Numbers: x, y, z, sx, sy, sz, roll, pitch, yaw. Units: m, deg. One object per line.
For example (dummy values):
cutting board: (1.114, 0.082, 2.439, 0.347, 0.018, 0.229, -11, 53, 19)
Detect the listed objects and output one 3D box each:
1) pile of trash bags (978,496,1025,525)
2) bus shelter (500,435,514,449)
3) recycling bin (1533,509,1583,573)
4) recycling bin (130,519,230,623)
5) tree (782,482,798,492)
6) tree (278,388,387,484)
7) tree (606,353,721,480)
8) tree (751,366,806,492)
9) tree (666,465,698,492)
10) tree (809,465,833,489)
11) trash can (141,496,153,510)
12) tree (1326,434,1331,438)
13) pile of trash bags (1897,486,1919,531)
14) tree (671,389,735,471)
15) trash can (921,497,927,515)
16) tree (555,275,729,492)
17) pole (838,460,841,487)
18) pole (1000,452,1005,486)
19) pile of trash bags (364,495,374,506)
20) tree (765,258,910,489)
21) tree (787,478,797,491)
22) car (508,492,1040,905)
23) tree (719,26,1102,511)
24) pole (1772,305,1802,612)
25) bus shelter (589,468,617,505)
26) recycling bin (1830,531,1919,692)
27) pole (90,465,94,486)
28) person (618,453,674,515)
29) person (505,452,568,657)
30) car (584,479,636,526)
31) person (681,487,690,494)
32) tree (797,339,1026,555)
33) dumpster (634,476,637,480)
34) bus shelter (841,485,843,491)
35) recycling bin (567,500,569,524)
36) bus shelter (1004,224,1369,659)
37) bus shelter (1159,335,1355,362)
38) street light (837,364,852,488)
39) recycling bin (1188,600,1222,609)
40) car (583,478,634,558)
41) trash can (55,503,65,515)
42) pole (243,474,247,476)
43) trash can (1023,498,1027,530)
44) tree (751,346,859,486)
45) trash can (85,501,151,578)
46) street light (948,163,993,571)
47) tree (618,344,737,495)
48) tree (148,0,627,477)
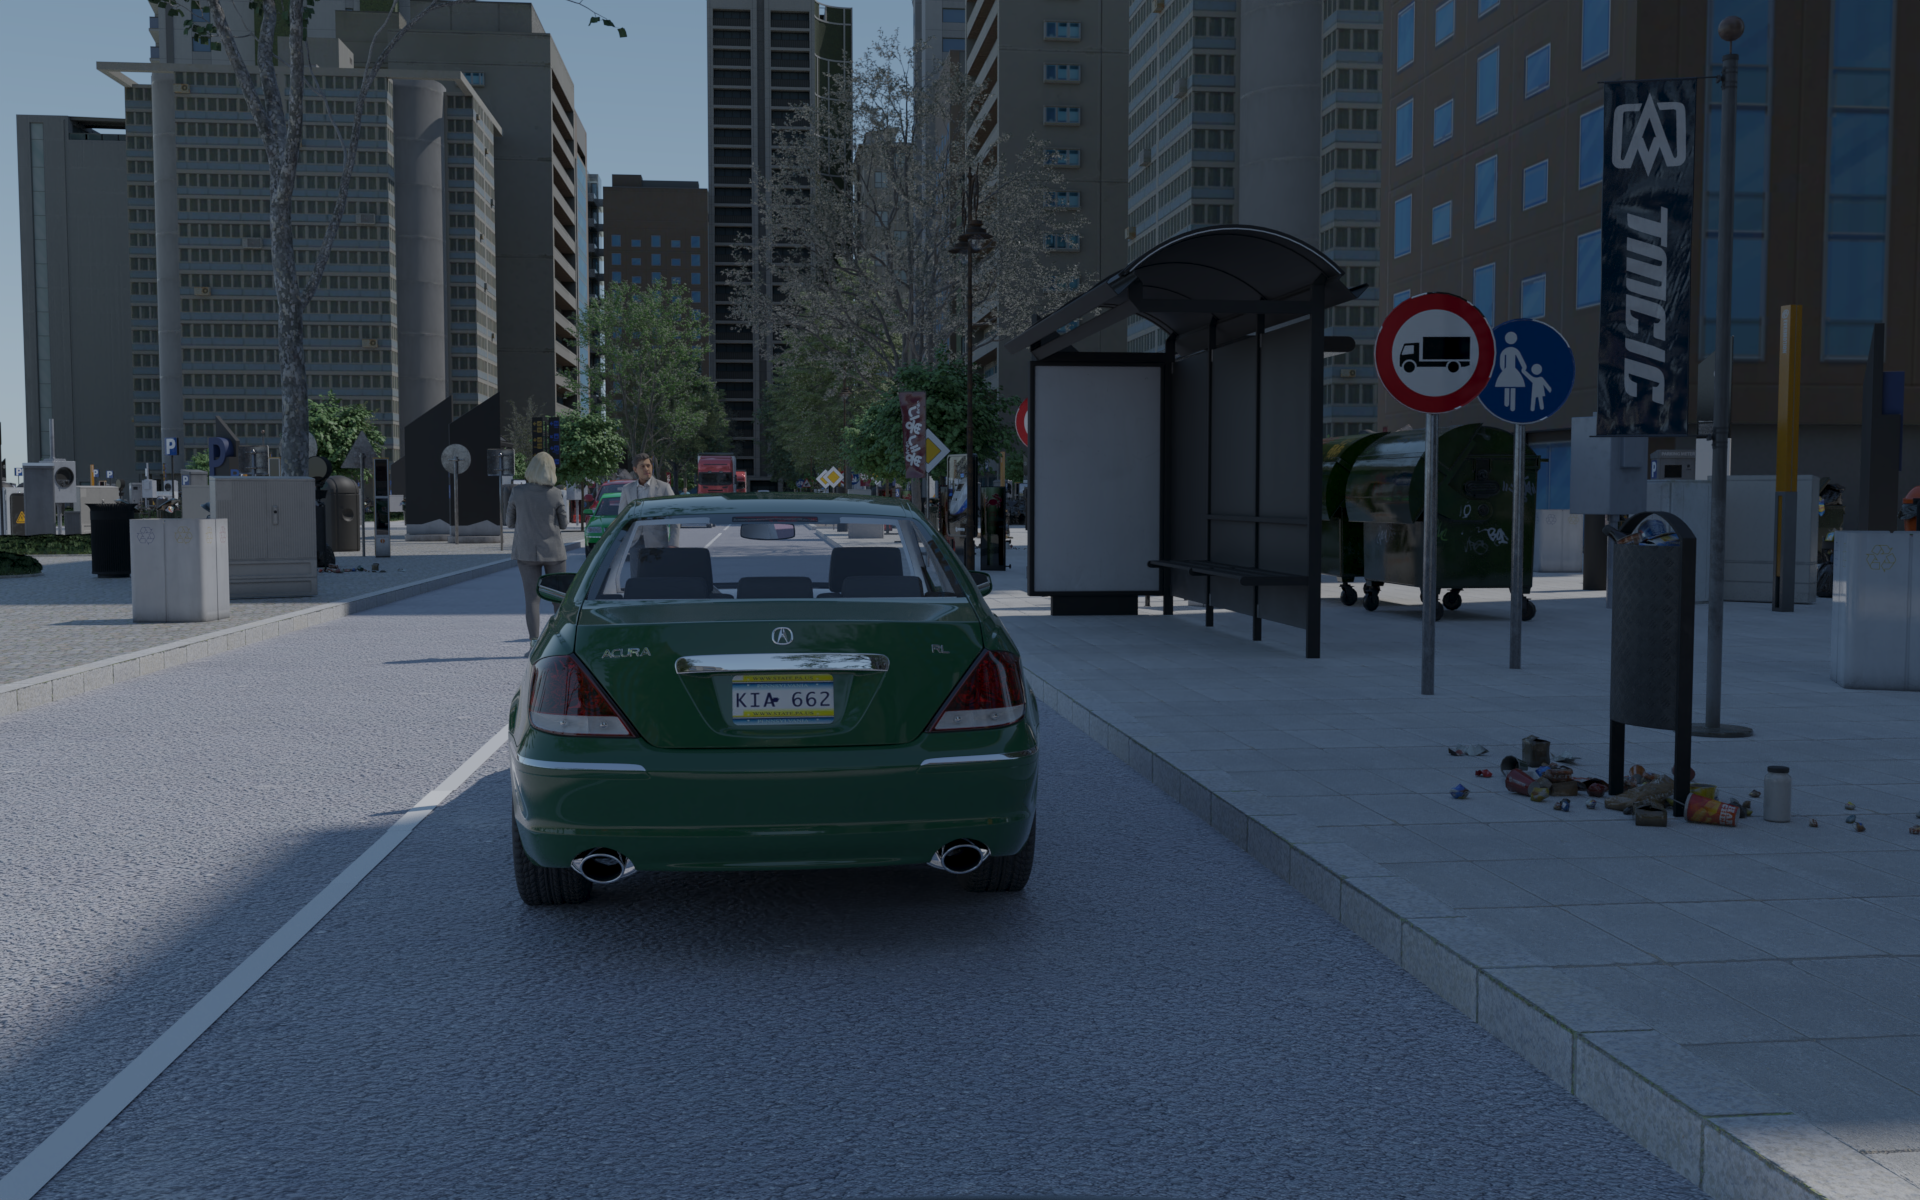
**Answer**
pile of trash bags: (2.646, -3.822, 72.243, 3.447, 1.369, 1.912, -1, 4, -16)
bus shelter: (-14.886, -3.575, 52.381, 2.014, 3.302, 5.546, 0, 4, -6)
recycling bin: (9.796, -0.979, 28.563, 0.722, 1.027, 0.722, 0, 4, -1)
recycling bin: (-7.919, -0.309, 17.602, 0.722, 1.027, 0.722, 0, 4, -2)
tree: (-16.849, -13.891, 177.472, 4.360, 8.622, 3.978, 0, 3, 0)
tree: (-19.492, -4.282, 53.731, 4.285, 4.588, 4.351, 0, 3, 0)
tree: (-18.628, -10.611, 107.906, 8.767, 10.594, 7.601, 1, 4, 11)
tree: (-14.670, -15.675, 162.935, 9.857, 13.997, 8.962, 0, 3, 0)
tree: (-24.380, -10.338, 152.743, 4.285, 4.588, 4.351, 0, 3, 0)
tree: (-7.892, -6.376, 98.841, 1.663, 3.219, 1.824, 0, 3, 0)
trash can: (-52.358, -6.116, 111.658, 0.748, 1.137, 0.748, 0, 3, 0)
tree: (11.861, -3.739, 55.733, 1.663, 3.219, 1.824, 0, 3, 0)
pile of trash bags: (10.416, -0.388, 16.097, 1.912, 1.369, 3.447, -2, 4, -30)
tree: (-25.239, -15.139, 165.644, 7.486, 12.596, 7.792, 0, 3, 0)
trash can: (-1.554, -4.173, 79.874, 0.748, 1.137, 0.748, 0, 3, 0)
tree: (-15.461, -9.616, 82.982, 9.928, 11.665, 9.643, 0, 3, 0)
pole: (-6.998, -6.538, 100.744, 0.158, 3.312, 0.155, 0, 3, 0)
pole: (2.054, -5.479, 83.429, 0.158, 3.312, 0.155, 0, 3, 0)
pile of trash bags: (-45.072, -7.515, 132.616, 1.912, 1.369, 3.447, 1, 4, 20)
tree: (-5.244, -10.082, 82.964, 7.486, 12.596, 7.792, 0, 3, 0)
tree: (-14.112, -10.407, 153.874, 4.285, 4.588, 4.351, 0, 3, 0)
car: (-0.827, 0.259, 7.557, 2.131, 1.459, 4.920, 0, 4, -7)
tree: (-1.195, -8.266, 45.514, 12.009, 13.543, 11.850, 0, 3, 0)
pole: (8.981, -1.527, 18.802, 0.158, 3.312, 0.155, 0, 3, 0)
bus shelter: (-19.747, -7.035, 92.661, 2.179, 5.291, 8.768, 0, 4, -6)
recycling bin: (6.275, 0.060, 11.575, 0.722, 1.027, 0.722, 1, 4, 19)
pole: (-60.355, -7.747, 120.511, 0.158, 3.312, 0.155, 0, 3, 0)
person: (-3.139, -0.562, 17.536, 0.661, 1.843, 0.795, 1, 4, 8)
person: (-3.732, -0.406, 15.321, 0.537, 1.800, 0.526, 0, 4, -3)
car: (-8.461, -2.201, 44.654, 2.281, 1.827, 5.304, 0, 4, -7)
person: (-14.905, -5.237, 94.136, 0.660, 1.820, 0.620, -2, 4, -24)
tree: (-0.426, -3.242, 36.725, 4.285, 4.588, 4.351, 0, 3, 0)
dumpster: (-17.504, -5.577, 93.674, 1.502, 2.255, 1.985, 0, 4, -7)
bus shelter: (-9.081, -8.912, 139.626, 2.014, 3.302, 5.546, 0, 4, -7)
recycling bin: (-17.010, -3.706, 73.154, 0.722, 1.027, 0.722, 2, 4, 24)
bus shelter: (1.775, -1.337, 15.776, 2.014, 3.302, 5.546, 0, 4, -6)
bus shelter: (3.709, -3.029, 27.160, 2.179, 5.291, 8.768, 0, 4, -7)
street light: (-4.112, -5.442, 61.768, 0.468, 5.910, 1.993, 0, 4, -6)
recycling bin: (3.084, -0.440, 19.754, 0.722, 1.027, 0.722, -2, 4, -27)
car: (-7.408, -1.842, 38.916, 1.959, 1.807, 4.718, 0, 4, -7)
trash can: (-62.281, -6.577, 119.194, 0.748, 1.137, 0.748, 0, 3, 0)
pole: (-36.499, -5.785, 88.435, 0.158, 3.312, 0.155, 0, 3, 0)
trash can: (2.502, -2.855, 58.337, 0.748, 1.137, 0.748, 0, 3, 0)
tree: (-10.816, -13.005, 129.641, 9.611, 12.733, 9.660, 0, 3, 0)
trash can: (-13.022, -0.915, 26.621, 0.748, 1.137, 0.748, 0, 3, 0)
street light: (0.140, -3.170, 24.611, 0.468, 5.910, 1.993, 0, 4, -6)
tree: (-21.681, -13.106, 131.294, 9.611, 12.733, 9.660, 0, 3, 0)
tree: (-9.653, -10.232, 23.180, 12.611, 20.169, 13.585, 0, 3, 0)
